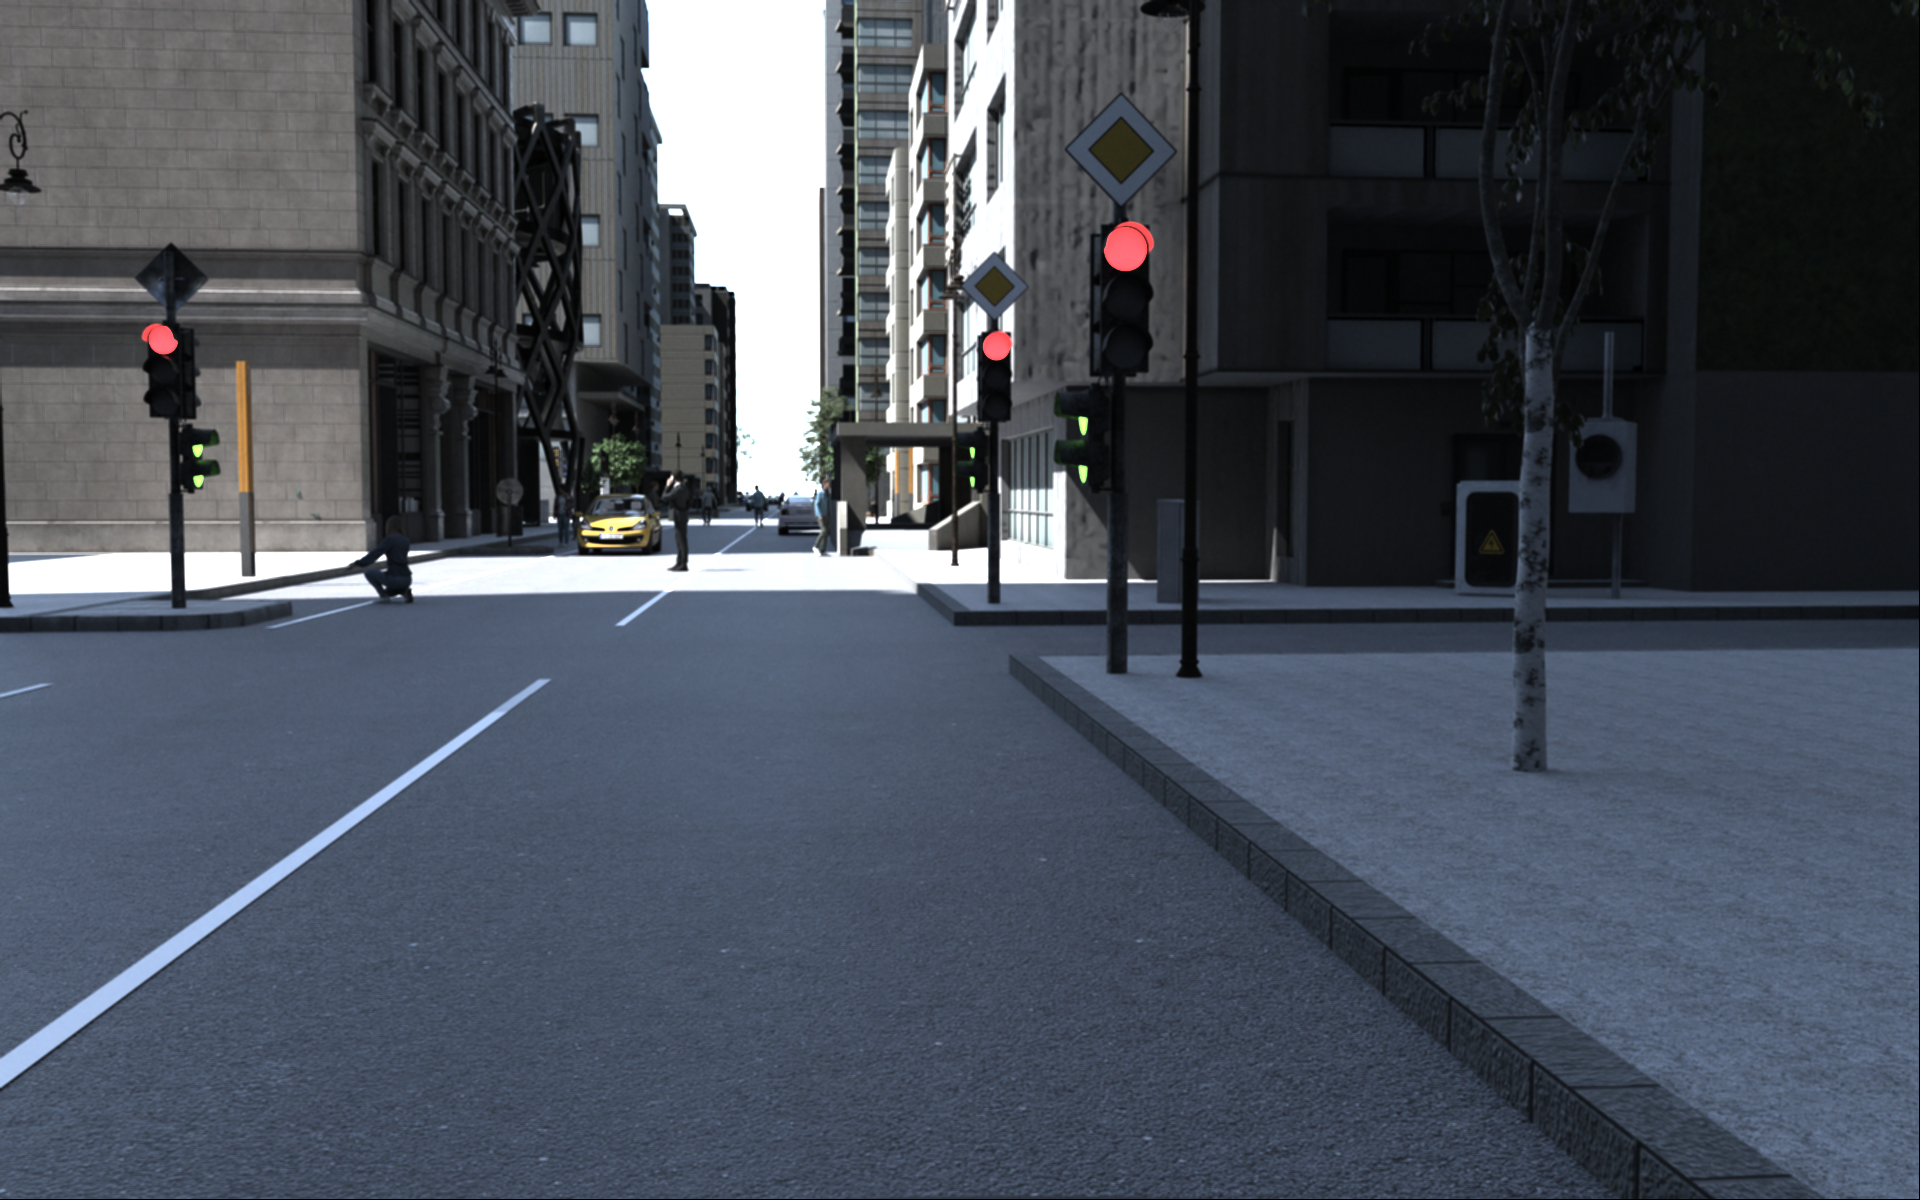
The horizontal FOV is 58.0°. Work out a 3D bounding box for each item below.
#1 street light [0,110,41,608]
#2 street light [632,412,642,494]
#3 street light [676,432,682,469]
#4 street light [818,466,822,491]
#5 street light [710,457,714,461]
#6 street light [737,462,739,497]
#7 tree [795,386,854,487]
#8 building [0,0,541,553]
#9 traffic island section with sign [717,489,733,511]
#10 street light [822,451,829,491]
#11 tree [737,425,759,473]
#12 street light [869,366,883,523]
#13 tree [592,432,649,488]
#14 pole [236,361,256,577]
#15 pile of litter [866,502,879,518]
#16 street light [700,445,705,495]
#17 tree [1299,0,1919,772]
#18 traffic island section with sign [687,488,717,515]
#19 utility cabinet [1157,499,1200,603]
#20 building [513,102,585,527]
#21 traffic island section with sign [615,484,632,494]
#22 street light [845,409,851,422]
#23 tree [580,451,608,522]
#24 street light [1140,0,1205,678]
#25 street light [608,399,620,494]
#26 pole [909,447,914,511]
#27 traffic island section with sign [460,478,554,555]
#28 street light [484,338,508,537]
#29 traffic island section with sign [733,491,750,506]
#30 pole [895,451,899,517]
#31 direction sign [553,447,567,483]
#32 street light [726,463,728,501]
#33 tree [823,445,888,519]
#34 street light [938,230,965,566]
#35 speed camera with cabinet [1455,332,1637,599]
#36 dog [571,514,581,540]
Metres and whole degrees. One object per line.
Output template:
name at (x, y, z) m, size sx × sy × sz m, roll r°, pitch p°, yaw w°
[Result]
street light at (-10.843, -2.855, 19.475) m, size 0.468 × 5.910 × 1.993 m, roll 0°, pitch 4°, yaw -5°
street light at (-17.917, -7.548, 96.199) m, size 0.468 × 5.910 × 1.993 m, roll 0°, pitch 4°, yaw -5°
street light at (-20.832, -9.512, 128.308) m, size 0.468 × 5.910 × 1.993 m, roll 0°, pitch 4°, yaw -5°
street light at (-17.518, -15.212, 221.495) m, size 0.468 × 5.910 × 1.993 m, roll 0°, pitch 4°, yaw -5°
street light at (-25.486, -12.582, 178.506) m, size 0.468 × 5.910 × 1.993 m, roll 0°, pitch 4°, yaw -5°
street light at (-31.299, -16.560, 243.536) m, size 0.468 × 5.910 × 1.993 m, roll 0°, pitch 4°, yaw -5°
tree at (-13.315, -16.100, 181.367) m, size 7.486 × 12.596 × 7.792 m, roll 0°, pitch 3°, yaw 0°
building at (-17.586, -11.468, 38.409) m, size 10.553 × 20.767 × 40.483 m, roll 0°, pitch 4°, yaw -5°
traffic island section with sign at (-20.380, -8.375, 145.561) m, size 1.989 × 1.847 × 2.006 m, roll 0°, pitch 4°, yaw -5°
street light at (-14.608, -13.248, 189.386) m, size 0.468 × 5.910 × 1.993 m, roll 0°, pitch 4°, yaw -5°
tree at (-32.942, -19.892, 250.986) m, size 9.928 × 11.665 × 9.643 m, roll 0°, pitch 3°, yaw 0°
street light at (-3.017, -5.499, 62.692) m, size 0.468 × 5.910 × 1.993 m, roll 0°, pitch 4°, yaw -5°
tree at (-17.978, -6.570, 91.133) m, size 4.285 × 4.588 × 4.351 m, roll 0°, pitch 3°, yaw 0°
pole at (-11.021, -2.012, 26.732) m, size 0.158 × 3.312 × 0.155 m, roll 0°, pitch 3°, yaw 0°
pile of litter at (-5.032, -4.955, 94.979) m, size 1.176 × 0.858 × 1.719 m, roll -1°, pitch 4°, yaw -9°
street light at (-23.784, -11.476, 160.413) m, size 0.468 × 5.910 × 1.993 m, roll 0°, pitch 4°, yaw -5°
tree at (2.884, -3.515, 7.832) m, size 4.360 × 8.622 × 3.978 m, roll 0°, pitch 3°, yaw 0°
traffic island section with sign at (-17.923, -6.733, 118.718) m, size 1.989 × 1.847 × 2.006 m, roll 0°, pitch 4°, yaw -5°
utility cabinet at (2.633, -0.589, 20.788) m, size 0.306 × 1.237 × 1.020 m, roll 1°, pitch 4°, yaw 21°
building at (-23.296, -12.184, 66.663) m, size 16.820 × 18.784 × 16.811 m, roll 0°, pitch 4°, yaw -5°
traffic island section with sign at (-13.350, -3.684, 68.857) m, size 1.989 × 1.847 × 2.006 m, roll 0°, pitch 4°, yaw -5°
street light at (-5.988, -7.462, 94.796) m, size 0.468 × 5.910 × 1.993 m, roll 0°, pitch 4°, yaw -5°
tree at (-16.727, -5.122, 78.350) m, size 1.663 × 3.219 × 1.824 m, roll 0°, pitch 3°, yaw 0°
street light at (1.611, -2.398, 11.998) m, size 0.468 × 5.910 × 1.993 m, roll 0°, pitch 4°, yaw -5°
street light at (-16.741, -6.796, 83.900) m, size 0.468 × 5.910 × 1.993 m, roll 0°, pitch 4°, yaw -5°
pole at (-1.902, -4.507, 67.526) m, size 0.158 × 3.312 × 0.155 m, roll 0°, pitch 3°, yaw 0°
traffic island section with sign at (-10.865, -2.024, 41.717) m, size 1.989 × 1.847 × 2.006 m, roll 0°, pitch 4°, yaw -5°
street light at (-13.782, -4.819, 51.581) m, size 0.468 × 5.910 × 1.993 m, roll 0°, pitch 4°, yaw -5°
traffic island section with sign at (-25.493, -11.790, 201.396) m, size 1.989 × 1.847 × 2.006 m, roll 0°, pitch 4°, yaw -5°
pole at (-2.962, -5.389, 81.946) m, size 0.158 × 3.312 × 0.155 m, roll 0°, pitch 3°, yaw 0°
direction sign at (-19.098, -5.561, 82.914) m, size 0.876 × 3.537 × 0.379 m, roll 1°, pitch 4°, yaw 20°
street light at (-28.434, -14.595, 211.423) m, size 0.468 × 5.910 × 1.993 m, roll 0°, pitch 4°, yaw -5°
tree at (-5.370, -6.407, 88.467) m, size 4.285 × 4.588 × 4.351 m, roll 0°, pitch 3°, yaw 0°
street light at (-0.091, -3.535, 30.585) m, size 0.468 × 5.910 × 1.993 m, roll 0°, pitch 4°, yaw -5°
speed camera with cabinet at (7.240, -1.657, 21.434) m, size 2.038 × 3.252 × 0.660 m, roll 2°, pitch 4°, yaw 32°
dog at (-11.867, -2.298, 54.405) m, size 0.800 × 0.831 × 0.513 m, roll 1°, pitch 4°, yaw 18°
